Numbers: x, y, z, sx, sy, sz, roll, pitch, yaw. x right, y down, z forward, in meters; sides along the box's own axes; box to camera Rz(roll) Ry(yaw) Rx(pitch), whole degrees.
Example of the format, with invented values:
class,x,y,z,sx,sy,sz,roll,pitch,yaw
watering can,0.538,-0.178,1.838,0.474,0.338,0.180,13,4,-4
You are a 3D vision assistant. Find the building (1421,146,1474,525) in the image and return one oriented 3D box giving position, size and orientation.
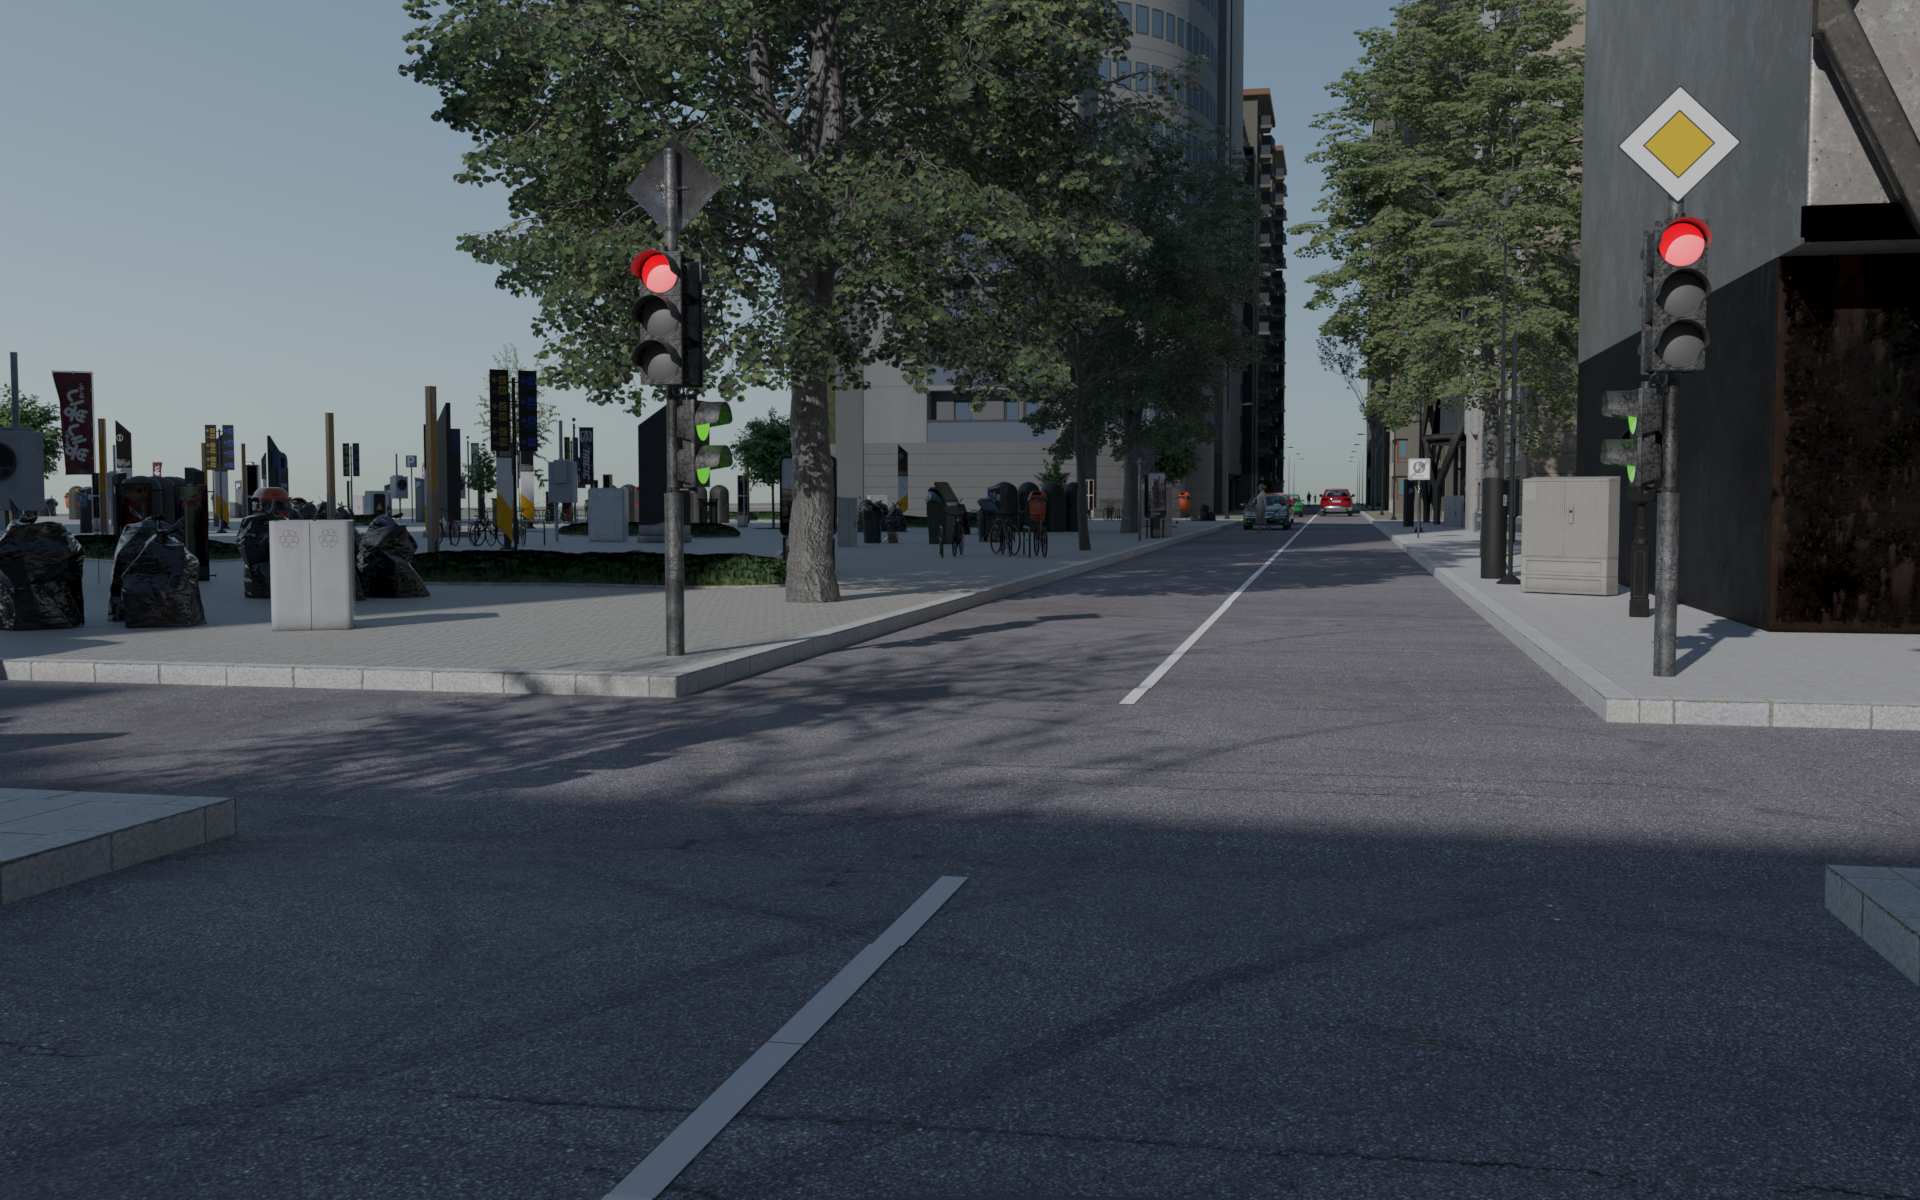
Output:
class,x,y,z,sx,sy,sz,roll,pitch,yaw
building,28.489,-12.662,74.474,16.820,18.784,16.811,1,4,12

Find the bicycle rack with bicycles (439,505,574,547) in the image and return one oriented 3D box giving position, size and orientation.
class,x,y,z,sx,sy,sz,roll,pitch,yaw
bicycle rack with bicycles,-11.590,-1.818,43.110,2.852,0.926,2.925,-2,4,-34

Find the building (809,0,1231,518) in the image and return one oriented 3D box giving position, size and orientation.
class,x,y,z,sx,sy,sz,roll,pitch,yaw
building,4.651,-34.324,103.194,21.231,58.520,28.212,1,4,12

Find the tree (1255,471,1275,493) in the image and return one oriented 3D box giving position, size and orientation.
class,x,y,z,sx,sy,sz,roll,pitch,yaw
tree,26.232,-9.391,148.151,1.663,3.219,1.824,0,3,0

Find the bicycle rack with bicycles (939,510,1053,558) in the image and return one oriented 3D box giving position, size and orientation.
class,x,y,z,sx,sy,sz,roll,pitch,yaw
bicycle rack with bicycles,0.628,-1.378,35.916,2.852,0.926,2.925,0,4,0

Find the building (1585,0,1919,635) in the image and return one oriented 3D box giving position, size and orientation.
class,x,y,z,sx,sy,sz,roll,pitch,yaw
building,16.755,-9.253,18.745,16.811,18.784,16.820,1,4,12

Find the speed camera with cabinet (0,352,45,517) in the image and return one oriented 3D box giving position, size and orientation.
class,x,y,z,sx,sy,sz,roll,pitch,yaw
speed camera with cabinet,-13.866,-1.817,24.051,2.038,3.252,0.660,0,4,3

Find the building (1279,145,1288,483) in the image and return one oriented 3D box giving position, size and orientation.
class,x,y,z,sx,sy,sz,roll,pitch,yaw
building,29.020,-34.260,214.771,22.147,44.769,28.867,1,4,12

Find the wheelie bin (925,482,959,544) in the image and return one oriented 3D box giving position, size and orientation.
class,x,y,z,sx,sy,sz,roll,pitch,yaw
wheelie bin,-0.499,-2.238,44.499,0.693,1.594,0.980,2,4,32

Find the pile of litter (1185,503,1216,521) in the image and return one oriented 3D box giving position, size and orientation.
class,x,y,z,sx,sy,sz,roll,pitch,yaw
pile of litter,11.454,-4.185,82.386,1.719,0.858,1.176,-1,4,-14

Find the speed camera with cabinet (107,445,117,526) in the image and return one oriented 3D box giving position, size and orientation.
class,x,y,z,sx,sy,sz,roll,pitch,yaw
speed camera with cabinet,-33.212,-4.610,69.706,2.038,3.252,0.660,-1,4,-10

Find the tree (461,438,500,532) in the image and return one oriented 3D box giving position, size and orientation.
class,x,y,z,sx,sy,sz,roll,pitch,yaw
tree,-16.272,-3.978,59.638,1.663,3.219,1.824,0,3,0

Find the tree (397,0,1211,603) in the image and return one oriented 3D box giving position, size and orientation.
class,x,y,z,sx,sy,sz,roll,pitch,yaw
tree,-1.872,-6.949,20.265,9.857,13.997,8.962,0,3,0

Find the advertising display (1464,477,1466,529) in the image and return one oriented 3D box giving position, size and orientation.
class,x,y,z,sx,sy,sz,roll,pitch,yaw
advertising display,19.024,-3.591,63.919,0.123,1.923,0.974,-2,4,-35

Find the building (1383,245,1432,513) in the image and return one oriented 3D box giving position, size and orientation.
class,x,y,z,sx,sy,sz,roll,pitch,yaw
building,45.823,-17.280,127.572,27.650,21.520,28.899,1,4,12

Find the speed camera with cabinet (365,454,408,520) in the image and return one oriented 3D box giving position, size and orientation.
class,x,y,z,sx,sy,sz,roll,pitch,yaw
speed camera with cabinet,-27.825,-5.486,84.027,0.660,3.252,2.038,3,5,40

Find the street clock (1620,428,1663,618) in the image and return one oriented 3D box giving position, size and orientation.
class,x,y,z,sx,sy,sz,roll,pitch,yaw
street clock,7.095,-0.824,18.037,0.471,2.002,0.358,2,4,25

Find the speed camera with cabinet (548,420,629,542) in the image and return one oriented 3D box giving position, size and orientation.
class,x,y,z,sx,sy,sz,roll,pitch,yaw
speed camera with cabinet,-10.021,-3.203,46.705,2.038,3.252,0.660,0,3,0

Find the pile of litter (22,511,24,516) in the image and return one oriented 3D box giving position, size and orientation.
class,x,y,z,sx,sy,sz,roll,pitch,yaw
pile of litter,-40.123,-3.635,73.397,1.719,0.858,1.176,-3,5,-42

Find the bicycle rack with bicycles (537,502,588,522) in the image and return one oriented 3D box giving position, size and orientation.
class,x,y,z,sx,sy,sz,roll,pitch,yaw
bicycle rack with bicycles,-17.259,-3.736,74.460,2.852,0.926,2.925,-3,4,-37

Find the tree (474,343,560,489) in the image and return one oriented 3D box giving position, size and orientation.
class,x,y,z,sx,sy,sz,roll,pitch,yaw
tree,-21.240,-8.167,83.897,4.737,8.622,4.395,0,3,0

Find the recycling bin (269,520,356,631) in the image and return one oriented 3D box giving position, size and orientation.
class,x,y,z,sx,sy,sz,roll,pitch,yaw
recycling bin,-6.186,-0.246,16.576,0.722,1.027,0.722,-1,4,-17

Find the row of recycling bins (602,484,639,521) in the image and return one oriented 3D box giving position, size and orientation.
class,x,y,z,sx,sy,sz,roll,pitch,yaw
row of recycling bins,-13.409,-3.943,71.579,3.534,1.692,1.069,2,4,29

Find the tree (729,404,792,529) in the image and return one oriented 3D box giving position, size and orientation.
class,x,y,z,sx,sy,sz,roll,pitch,yaw
tree,-6.947,-4.899,63.818,4.285,4.588,4.351,0,3,0

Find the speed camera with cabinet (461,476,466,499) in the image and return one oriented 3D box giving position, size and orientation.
class,x,y,z,sx,sy,sz,roll,pitch,yaw
speed camera with cabinet,-24.600,-5.429,83.104,0.660,3.252,2.038,1,4,23

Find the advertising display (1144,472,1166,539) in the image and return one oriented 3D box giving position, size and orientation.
class,x,y,z,sx,sy,sz,roll,pitch,yaw
advertising display,5.648,-2.744,50.084,0.123,1.923,0.974,3,5,40

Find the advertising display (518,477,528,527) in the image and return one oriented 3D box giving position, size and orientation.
class,x,y,z,sx,sy,sz,roll,pitch,yaw
advertising display,-16.634,-3.742,66.395,0.123,1.923,0.974,-3,5,-41

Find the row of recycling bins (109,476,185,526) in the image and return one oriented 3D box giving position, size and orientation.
class,x,y,z,sx,sy,sz,roll,pitch,yaw
row of recycling bins,-18.420,-2.008,39.948,1.069,1.692,3.534,-1,4,-9

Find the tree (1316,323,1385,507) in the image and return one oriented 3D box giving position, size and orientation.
class,x,y,z,sx,sy,sz,roll,pitch,yaw
tree,41.972,-19.144,168.889,12.611,20.169,13.585,0,3,0

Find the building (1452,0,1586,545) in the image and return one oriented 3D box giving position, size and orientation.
class,x,y,z,sx,sy,sz,roll,pitch,yaw
building,22.180,-16.188,50.584,13.634,28.700,20.117,1,4,12

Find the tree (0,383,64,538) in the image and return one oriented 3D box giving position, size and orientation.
class,x,y,z,sx,sy,sz,roll,pitch,yaw
tree,-28.071,-4.132,51.265,4.285,4.588,4.351,0,3,0

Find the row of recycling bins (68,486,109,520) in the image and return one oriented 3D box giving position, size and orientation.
class,x,y,z,sx,sy,sz,roll,pitch,yaw
row of recycling bins,-43.047,-4.906,87.334,3.534,1.692,1.069,-1,4,-12

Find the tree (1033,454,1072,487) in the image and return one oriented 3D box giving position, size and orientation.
class,x,y,z,sx,sy,sz,roll,pitch,yaw
tree,4.457,-5.234,80.172,1.663,3.219,1.824,0,3,0

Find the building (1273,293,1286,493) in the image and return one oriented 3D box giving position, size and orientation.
class,x,y,z,sx,sy,sz,roll,pitch,yaw
building,36.828,-28.365,235.462,14.160,30.474,14.107,1,4,12

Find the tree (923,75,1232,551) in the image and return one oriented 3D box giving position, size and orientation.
class,x,y,z,sx,sy,sz,roll,pitch,yaw
tree,2.505,-6.407,39.172,7.601,10.594,8.767,0,4,1

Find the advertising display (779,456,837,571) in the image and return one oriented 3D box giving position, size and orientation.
class,x,y,z,sx,sy,sz,roll,pitch,yaw
advertising display,-2.548,-1.462,29.113,0.974,1.923,0.123,1,4,11

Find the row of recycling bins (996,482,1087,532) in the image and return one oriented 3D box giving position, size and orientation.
class,x,y,z,sx,sy,sz,roll,pitch,yaw
row of recycling bins,2.733,-3.160,58.771,3.534,1.692,1.069,-2,4,-27

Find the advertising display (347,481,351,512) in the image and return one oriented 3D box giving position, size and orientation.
class,x,y,z,sx,sy,sz,roll,pitch,yaw
advertising display,-29.540,-4.806,83.786,0.123,1.923,0.974,-1,4,-13

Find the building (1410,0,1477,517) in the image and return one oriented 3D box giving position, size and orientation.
class,x,y,z,sx,sy,sz,roll,pitch,yaw
building,37.369,-27.135,98.275,22.147,44.769,28.867,1,4,12

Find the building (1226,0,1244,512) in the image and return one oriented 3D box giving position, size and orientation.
class,x,y,z,sx,sy,sz,roll,pitch,yaw
building,12.899,-29.006,124.359,14.600,45.320,14.200,1,4,12

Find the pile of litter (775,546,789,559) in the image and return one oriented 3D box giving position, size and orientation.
class,x,y,z,sx,sy,sz,roll,pitch,yaw
pile of litter,-3.135,-1.247,34.349,1.176,0.858,1.719,1,4,20

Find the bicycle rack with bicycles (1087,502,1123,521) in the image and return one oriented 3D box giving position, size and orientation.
class,x,y,z,sx,sy,sz,roll,pitch,yaw
bicycle rack with bicycles,6.824,-4.242,82.745,2.852,0.926,2.925,0,4,3

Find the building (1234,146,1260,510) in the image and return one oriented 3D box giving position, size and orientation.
class,x,y,z,sx,sy,sz,roll,pitch,yaw
building,19.007,-23.336,153.242,14.160,30.474,14.107,1,4,12

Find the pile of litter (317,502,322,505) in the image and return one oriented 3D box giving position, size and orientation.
class,x,y,z,sx,sy,sz,roll,pitch,yaw
pile of litter,-34.880,-4.907,94.194,1.719,0.858,1.176,2,4,33

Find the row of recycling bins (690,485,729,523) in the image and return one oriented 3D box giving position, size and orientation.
class,x,y,z,sx,sy,sz,roll,pitch,yaw
row of recycling bins,-11.892,-4.212,75.986,3.534,1.692,1.069,-1,4,-16

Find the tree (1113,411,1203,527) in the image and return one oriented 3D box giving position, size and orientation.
class,x,y,z,sx,sy,sz,roll,pitch,yaw
tree,7.679,-5.107,67.213,4.285,4.588,4.351,0,3,0

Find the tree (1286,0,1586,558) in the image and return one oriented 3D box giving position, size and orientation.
class,x,y,z,sx,sy,sz,roll,pitch,yaw
tree,10.254,-7.119,34.527,7.486,12.596,7.792,0,3,0

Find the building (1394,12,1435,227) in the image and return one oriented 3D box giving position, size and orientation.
class,x,y,z,sx,sy,sz,roll,pitch,yaw
building,44.400,-28.479,149.232,14.154,41.232,14.086,1,4,12
